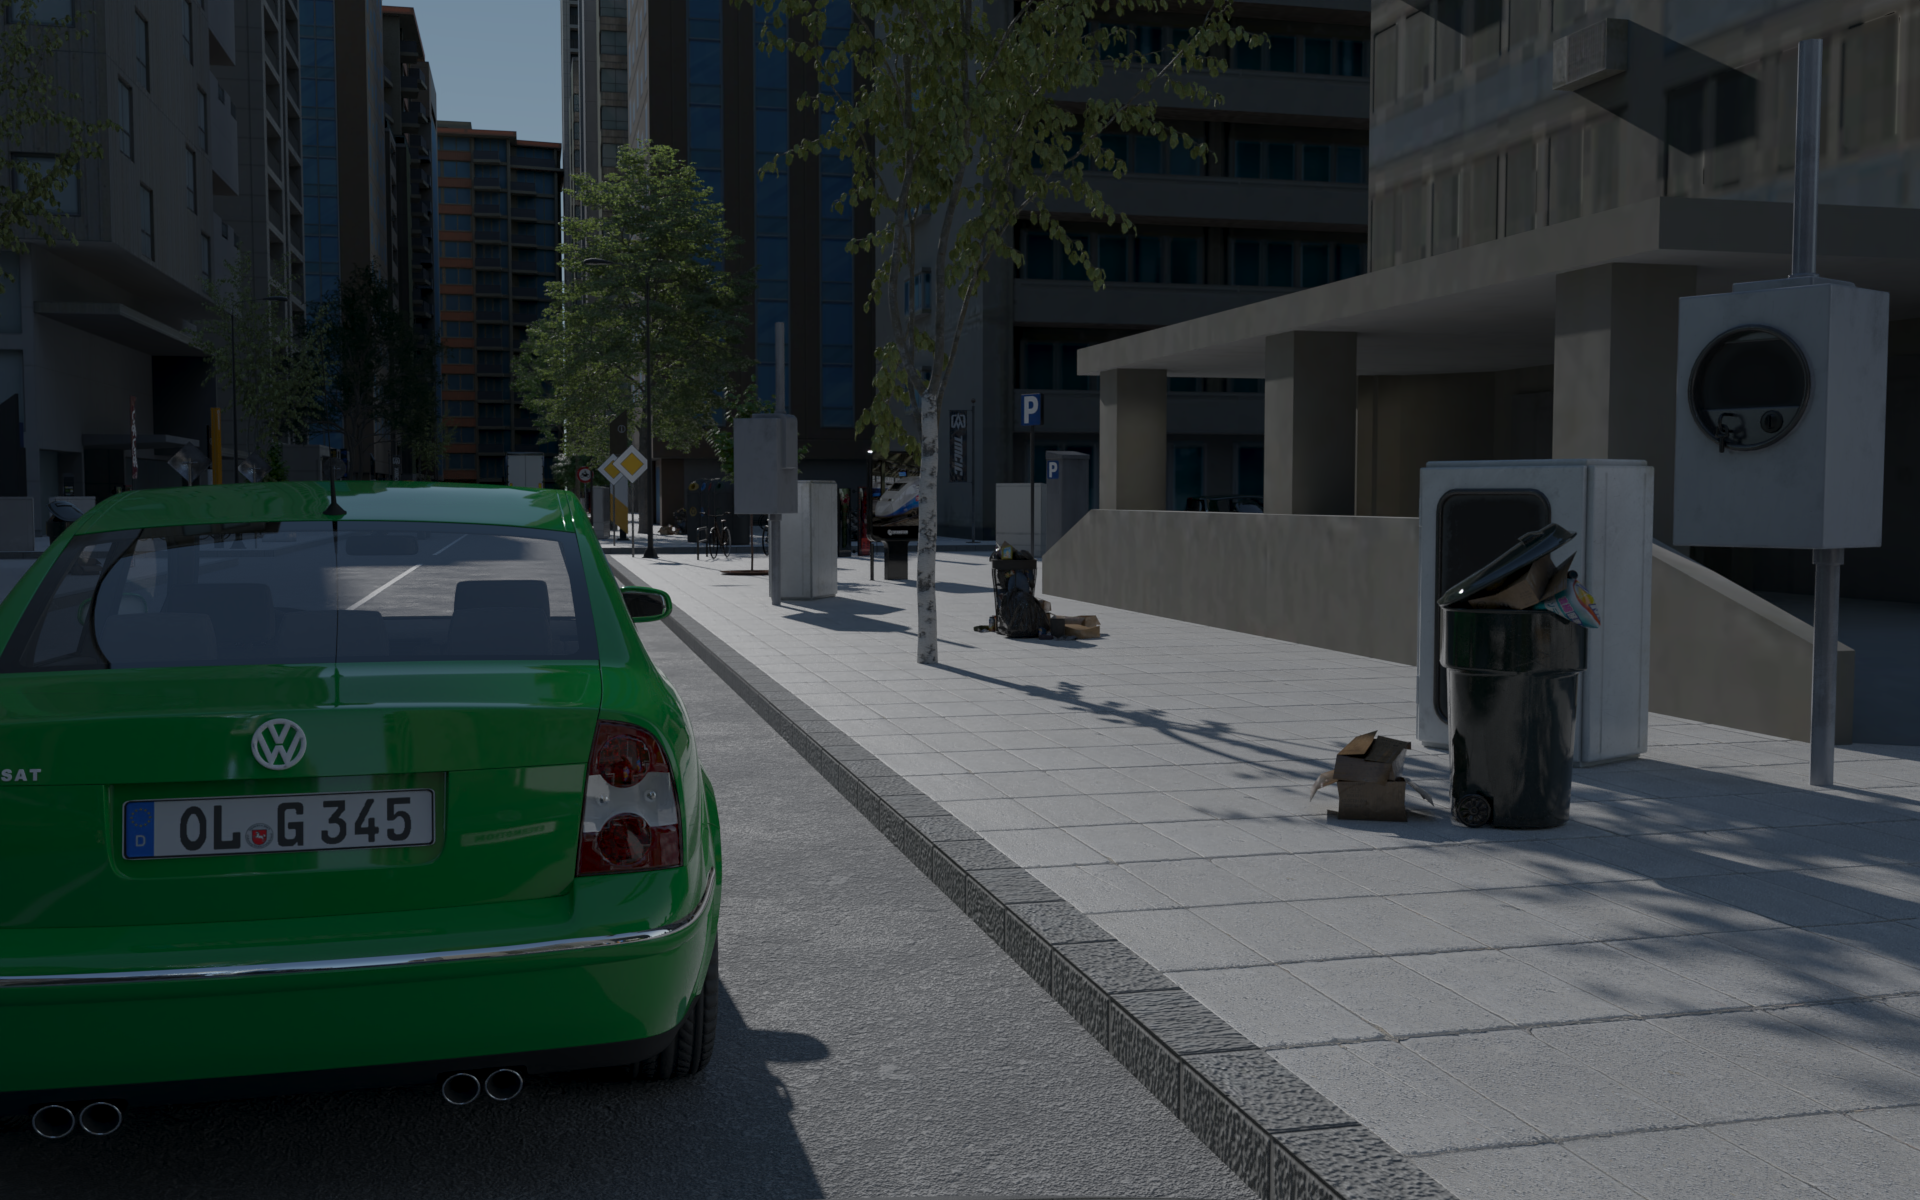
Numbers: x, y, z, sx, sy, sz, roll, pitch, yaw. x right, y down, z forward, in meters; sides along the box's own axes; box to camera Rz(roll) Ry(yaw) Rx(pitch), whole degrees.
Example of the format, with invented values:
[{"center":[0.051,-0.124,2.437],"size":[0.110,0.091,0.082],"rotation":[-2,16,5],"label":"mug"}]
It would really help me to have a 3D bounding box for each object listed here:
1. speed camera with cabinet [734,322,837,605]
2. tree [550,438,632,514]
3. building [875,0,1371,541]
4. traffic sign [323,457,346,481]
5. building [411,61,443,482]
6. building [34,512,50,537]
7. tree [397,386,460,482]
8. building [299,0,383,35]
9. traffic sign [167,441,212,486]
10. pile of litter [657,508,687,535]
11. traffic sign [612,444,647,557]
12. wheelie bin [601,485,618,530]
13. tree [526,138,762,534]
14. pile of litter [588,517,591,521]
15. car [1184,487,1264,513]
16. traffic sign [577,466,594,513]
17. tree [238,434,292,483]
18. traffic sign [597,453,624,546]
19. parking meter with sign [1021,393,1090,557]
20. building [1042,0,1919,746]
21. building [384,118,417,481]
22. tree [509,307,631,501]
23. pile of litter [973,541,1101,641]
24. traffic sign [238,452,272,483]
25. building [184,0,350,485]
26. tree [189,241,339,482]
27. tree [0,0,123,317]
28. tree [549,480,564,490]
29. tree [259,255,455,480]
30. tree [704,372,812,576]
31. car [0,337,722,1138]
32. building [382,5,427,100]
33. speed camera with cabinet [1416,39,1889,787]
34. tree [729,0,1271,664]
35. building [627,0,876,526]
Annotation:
[{"center":[-2.074,-1.616,20.765],"size":[0.660,3.252,2.038],"rotation":[1,4,15],"label":"speed camera with cabinet"},{"center":[-17.085,-6.133,83.996],"size":[4.285,4.588,4.351],"rotation":[0,3,0],"label":"tree"},{"center":[8.243,-26.612,58.802],"size":[21.600,48.544,21.300],"rotation":[-1,4,-14],"label":"building"},{"center":[-21.613,-3.656,59.876],"size":[0.768,2.556,0.104],"rotation":[0,4,-6],"label":"traffic sign"},{"center":[-60.340,-32.113,175.163],"size":[14.200,45.320,14.600],"rotation":[-1,4,-14],"label":"building"},{"center":[-40.930,-28.725,58.899],"size":[28.713,52.752,27.495],"rotation":[-1,4,-14],"label":"building"},{"center":[-35.871,-10.132,116.028],"size":[4.737,8.622,4.395],"rotation":[0,3,0],"label":"tree"},{"center":[-46.750,-28.585,117.471],"size":[14.600,45.320,14.200],"rotation":[-1,4,-14],"label":"building"},{"center":[-14.680,-1.799,33.055],"size":[0.795,2.450,0.064],"rotation":[-1,4,-14],"label":"traffic sign"},{"center":[-9.060,-2.485,54.601],"size":[1.176,0.858,1.719],"rotation":[2,4,25],"label":"pile of litter"},{"center":[-6.625,-1.920,35.029],"size":[0.795,2.450,0.064],"rotation":[-1,4,-14],"label":"traffic sign"},{"center":[-12.589,-3.296,61.798],"size":[0.980,1.594,0.693],"rotation":[1,4,22],"label":"wheelie bin"},{"center":[-9.842,-8.420,55.788],"size":[7.486,12.596,7.792],"rotation":[0,3,0],"label":"tree"},{"center":[-15.670,-3.712,74.653],"size":[1.719,0.858,1.176],"rotation":[0,4,7],"label":"pile of litter"},{"center":[7.379,-2.058,43.440],"size":[4.222,1.686,2.009],"rotation":[-1,4,-12],"label":"car"},{"center":[-17.202,-4.860,79.562],"size":[0.768,2.556,0.104],"rotation":[0,4,-8],"label":"traffic sign"},{"center":[-21.870,-3.709,55.241],"size":[1.663,3.219,1.824],"rotation":[0,3,0],"label":"tree"},{"center":[-8.552,-2.394,42.779],"size":[0.795,2.450,0.064],"rotation":[-1,4,-14],"label":"traffic sign"},{"center":[1.933,-2.108,30.720],"size":[1.738,3.016,0.543],"rotation":[-3,4,-36],"label":"parking meter with sign"},{"center":[18.359,-19.958,18.188],"size":[32.217,40.220,23.993],"rotation":[-1,4,-14],"label":"building"},{"center":[-49.388,-22.026,131.827],"size":[14.160,30.474,14.107],"rotation":[-1,4,-14],"label":"building"},{"center":[-20.549,-10.260,93.502],"size":[9.928,11.665,9.643],"rotation":[0,3,0],"label":"tree"},{"center":[0.719,-0.123,15.968],"size":[1.176,0.858,1.719],"rotation":[0,4,-2],"label":"pile of litter"},{"center":[-16.607,-2.273,40.805],"size":[0.795,2.450,0.064],"rotation":[-1,4,-14],"label":"traffic sign"},{"center":[-44.039,-39.935,91.188],"size":[20.563,71.187,20.611],"rotation":[-1,4,-14],"label":"building"},{"center":[-20.773,-6.189,51.547],"size":[4.737,8.622,4.395],"rotation":[0,3,0],"label":"tree"},{"center":[-12.844,-4.358,21.619],"size":[4.737,8.622,4.395],"rotation":[0,3,0],"label":"tree"},{"center":[-42.759,-11.644,184.985],"size":[1.663,3.219,1.824],"rotation":[0,3,0],"label":"tree"},{"center":[-23.544,-8.122,67.201],"size":[7.601,10.594,8.767],"rotation":[0,4,2],"label":"tree"},{"center":[-3.192,-2.020,27.634],"size":[1.663,3.219,1.824],"rotation":[0,3,0],"label":"tree"},{"center":[-1.824,0.209,5.386],"size":[1.959,1.807,4.718],"rotation":[-1,4,-14],"label":"car"},{"center":[-58.480,-30.425,152.069],"size":[22.147,44.769,28.867],"rotation":[-1,4,-14],"label":"building"},{"center":[3.143,-0.841,8.087],"size":[0.660,3.252,2.038],"rotation":[-3,4,-38],"label":"speed camera with cabinet"},{"center":[-0.061,-3.834,13.048],"size":[4.737,8.622,4.395],"rotation":[0,3,0],"label":"tree"},{"center":[-7.087,-26.013,75.424],"size":[14.600,45.320,14.200],"rotation":[-1,4,-14],"label":"building"}]
